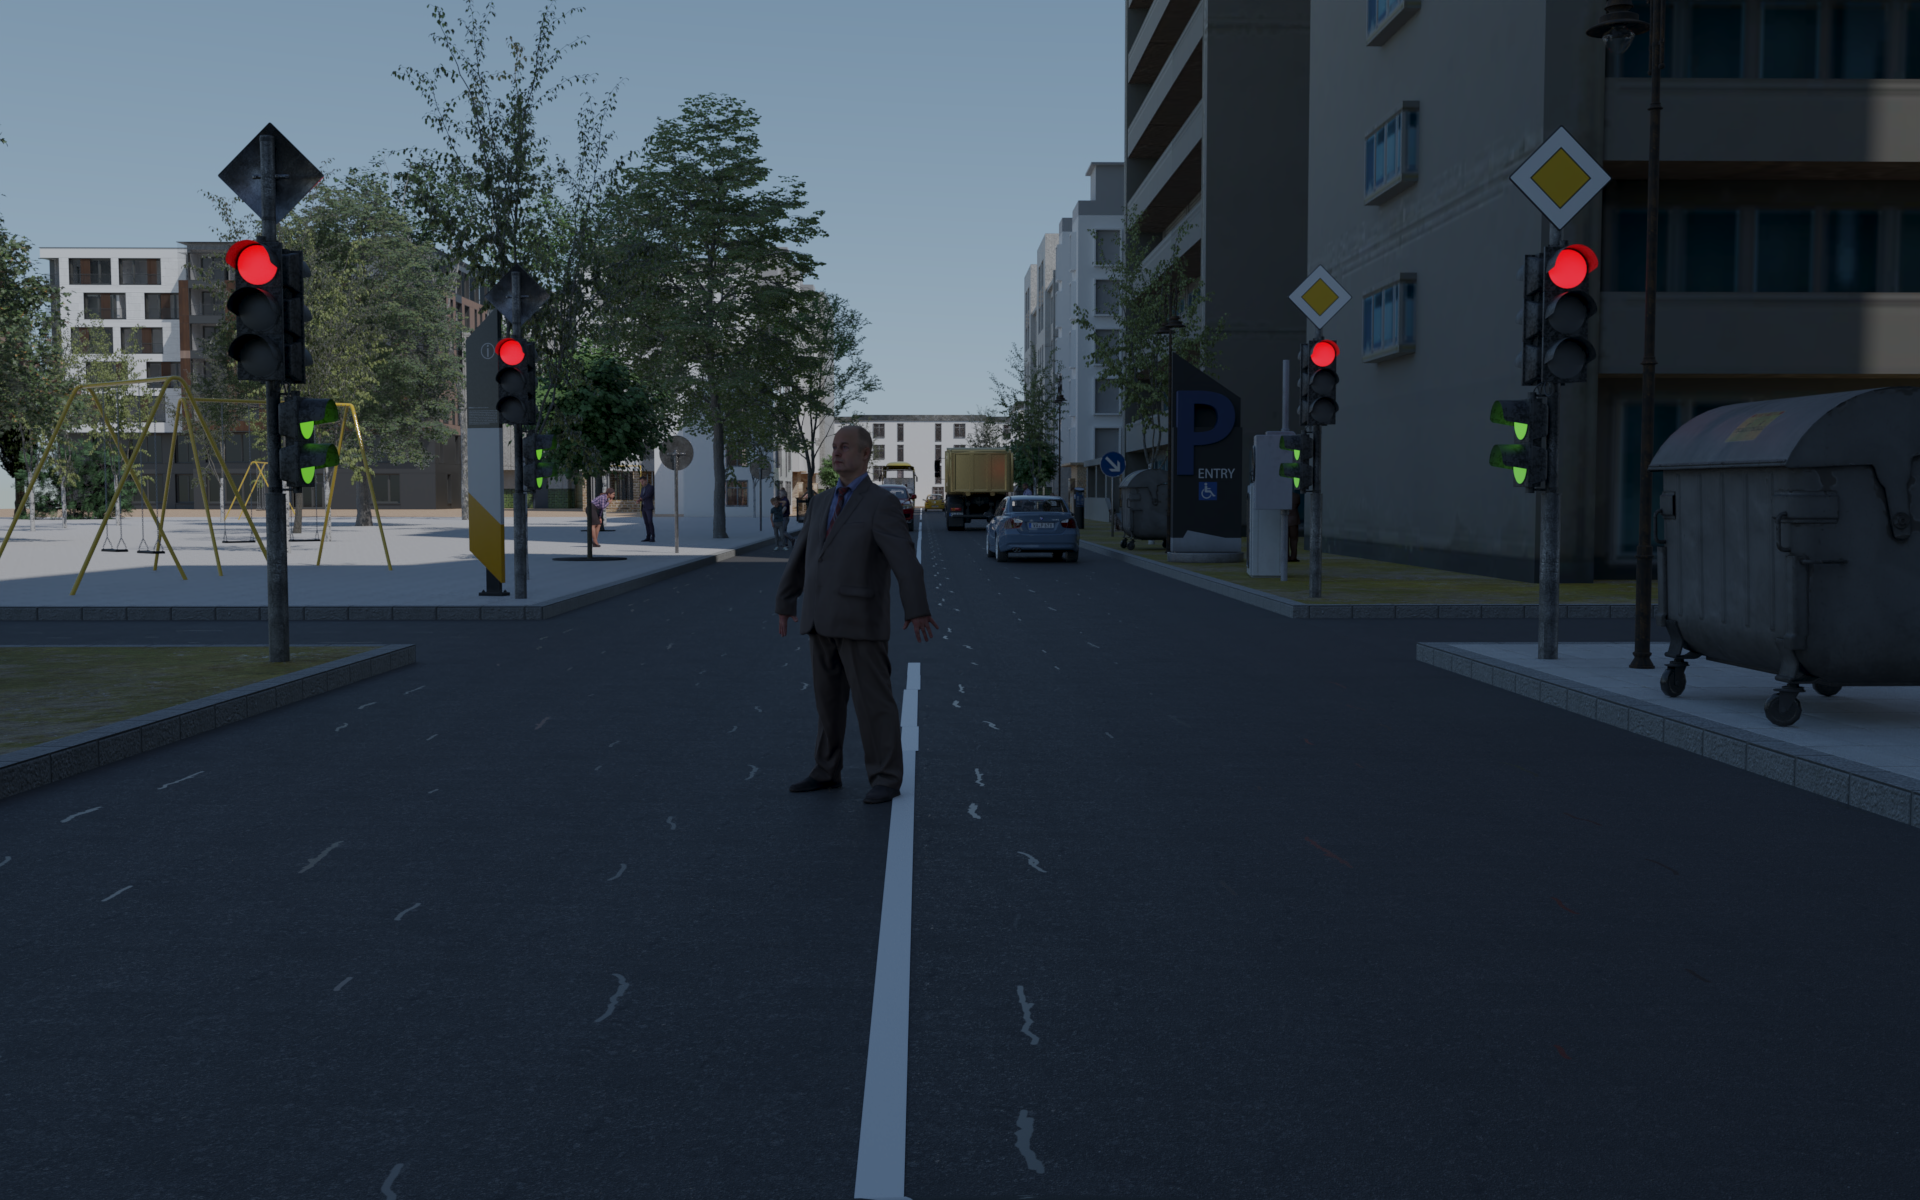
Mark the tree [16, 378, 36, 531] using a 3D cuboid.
[{"bbox_3d":[-31.608,-6.652,59.118,4.737,8.622,4.395,0,3,0],"label":"tree"}]

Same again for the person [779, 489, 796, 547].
[{"bbox_3d":[-4.656,-2.182,46.380,0.471,1.553,0.569,2,4,25],"label":"person"}]

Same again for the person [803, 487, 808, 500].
[{"bbox_3d":[-9.964,-6.457,112.317,0.721,1.736,1.217,1,4,11],"label":"person"}]

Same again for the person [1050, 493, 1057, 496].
[{"bbox_3d":[4.193,-4.109,77.128,0.435,1.345,0.340,2,4,28],"label":"person"}]

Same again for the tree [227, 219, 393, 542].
[{"bbox_3d":[-17.077,-5.865,46.259,4.737,8.622,4.395,0,3,0],"label":"tree"}]

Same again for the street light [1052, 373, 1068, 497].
[{"bbox_3d":[3.818,-5.721,66.323,0.468,5.910,1.993,0,4,-1],"label":"street light"}]

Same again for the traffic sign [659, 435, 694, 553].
[{"bbox_3d":[-6.145,-2.288,37.513,0.768,2.556,0.104,0,4,6],"label":"traffic sign"}]

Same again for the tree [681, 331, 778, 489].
[{"bbox_3d":[-10.245,-7.694,76.163,4.737,8.622,4.395,0,3,0],"label":"tree"}]

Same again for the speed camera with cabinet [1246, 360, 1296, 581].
[{"bbox_3d":[4.706,-1.957,26.332,0.660,3.252,2.038,0,4,7],"label":"speed camera with cabinet"}]

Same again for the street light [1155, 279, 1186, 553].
[{"bbox_3d":[4.528,-3.950,37.371,0.468,5.910,1.993,0,4,-1],"label":"street light"}]

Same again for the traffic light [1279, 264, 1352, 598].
[{"bbox_3d":[4.387,-1.984,21.363,0.839,4.253,0.868,0,4,-1],"label":"traffic light"}]

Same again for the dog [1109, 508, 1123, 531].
[{"bbox_3d":[5.507,-2.770,59.675,0.800,0.831,0.513,0,4,1],"label":"dog"}]

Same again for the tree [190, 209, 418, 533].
[{"bbox_3d":[-21.254,-7.447,56.169,7.601,10.594,8.767,-1,4,-19],"label":"tree"}]

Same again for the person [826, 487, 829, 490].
[{"bbox_3d":[-8.272,-6.272,109.301,0.721,1.736,1.217,-1,4,-22],"label":"person"}]

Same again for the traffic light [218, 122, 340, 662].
[{"bbox_3d":[-5.197,-1.482,13.151,0.839,4.253,0.868,0,4,-1],"label":"traffic light"}]

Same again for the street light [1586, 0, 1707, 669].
[{"bbox_3d":[5.029,-2.435,12.594,0.468,5.910,1.993,0,4,-1],"label":"street light"}]

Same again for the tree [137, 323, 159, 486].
[{"bbox_3d":[-34.316,-7.327,70.158,4.737,8.622,4.395,0,3,0],"label":"tree"}]

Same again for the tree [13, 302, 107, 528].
[{"bbox_3d":[-33.817,-6.995,64.736,4.360,8.622,3.978,0,3,0],"label":"tree"}]

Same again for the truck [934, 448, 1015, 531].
[{"bbox_3d":[0.689,-4.592,71.002,3.469,3.379,9.791,0,4,-1],"label":"truck"}]

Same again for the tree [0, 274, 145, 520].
[{"bbox_3d":[-51.178,-11.285,86.327,18.604,14.587,13.155,0,4,5],"label":"tree"}]

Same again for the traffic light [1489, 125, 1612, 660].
[{"bbox_3d":[4.562,-1.496,13.380,0.839,4.253,0.868,0,4,-1],"label":"traffic light"}]

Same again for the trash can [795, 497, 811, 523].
[{"bbox_3d":[-6.977,-3.998,77.026,0.748,1.137,0.748,0,3,0],"label":"trash can"}]

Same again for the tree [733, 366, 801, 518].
[{"bbox_3d":[-10.950,-8.746,93.361,4.360,8.622,3.978,0,3,0],"label":"tree"}]

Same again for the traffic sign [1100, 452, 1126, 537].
[{"bbox_3d":[4.592,-3.176,52.031,0.768,2.556,0.104,0,4,7],"label":"traffic sign"}]

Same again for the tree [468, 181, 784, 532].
[{"bbox_3d":[-12.485,-8.150,59.002,9.928,11.665,9.643,0,3,0],"label":"tree"}]

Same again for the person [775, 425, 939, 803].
[{"bbox_3d":[-0.528,0.053,8.186,0.990,1.755,0.434,3,5,42],"label":"person"}]

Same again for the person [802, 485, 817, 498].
[{"bbox_3d":[-8.565,-5.731,99.749,1.348,1.823,0.705,-1,4,-13],"label":"person"}]

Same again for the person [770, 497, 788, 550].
[{"bbox_3d":[-4.597,-1.934,44.025,0.435,1.345,0.340,-1,4,-10],"label":"person"}]

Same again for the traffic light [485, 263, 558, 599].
[{"bbox_3d":[-5.371,-1.970,21.135,0.839,4.253,0.868,0,4,-1],"label":"traffic light"}]

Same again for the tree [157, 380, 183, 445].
[{"bbox_3d":[-34.159,-7.893,79.409,4.360,8.622,3.978,0,3,0],"label":"tree"}]

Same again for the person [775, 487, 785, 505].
[{"bbox_3d":[-6.872,-3.550,66.360,0.388,1.546,0.482,1,4,13],"label":"person"}]

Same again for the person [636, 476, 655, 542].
[{"bbox_3d":[-8.432,-2.438,46.359,0.683,1.767,0.568,3,5,41],"label":"person"}]

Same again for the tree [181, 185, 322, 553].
[{"bbox_3d":[-14.353,-5.319,37.330,4.360,8.622,3.978,0,3,0],"label":"tree"}]

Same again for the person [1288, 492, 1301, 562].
[{"bbox_3d":[6.194,-1.493,32.725,0.482,1.546,0.388,1,4,17],"label":"person"}]

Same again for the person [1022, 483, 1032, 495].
[{"bbox_3d":[2.262,-3.272,61.867,0.599,1.838,0.709,-1,4,-19],"label":"person"}]

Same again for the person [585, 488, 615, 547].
[{"bbox_3d":[-8.668,-1.985,41.729,0.697,1.427,0.421,0,4,-7],"label":"person"}]

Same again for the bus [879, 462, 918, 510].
[{"bbox_3d":[-4.747,-8.774,135.003,2.896,3.916,12.252,0,4,-1],"label":"bus"}]

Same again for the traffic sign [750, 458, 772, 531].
[{"bbox_3d":[-6.911,-3.665,60.027,0.768,2.556,0.104,0,4,0],"label":"traffic sign"}]

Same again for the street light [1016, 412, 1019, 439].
[{"bbox_3d":[3.245,-7.508,95.539,0.468,5.910,1.993,0,4,-1],"label":"street light"}]
